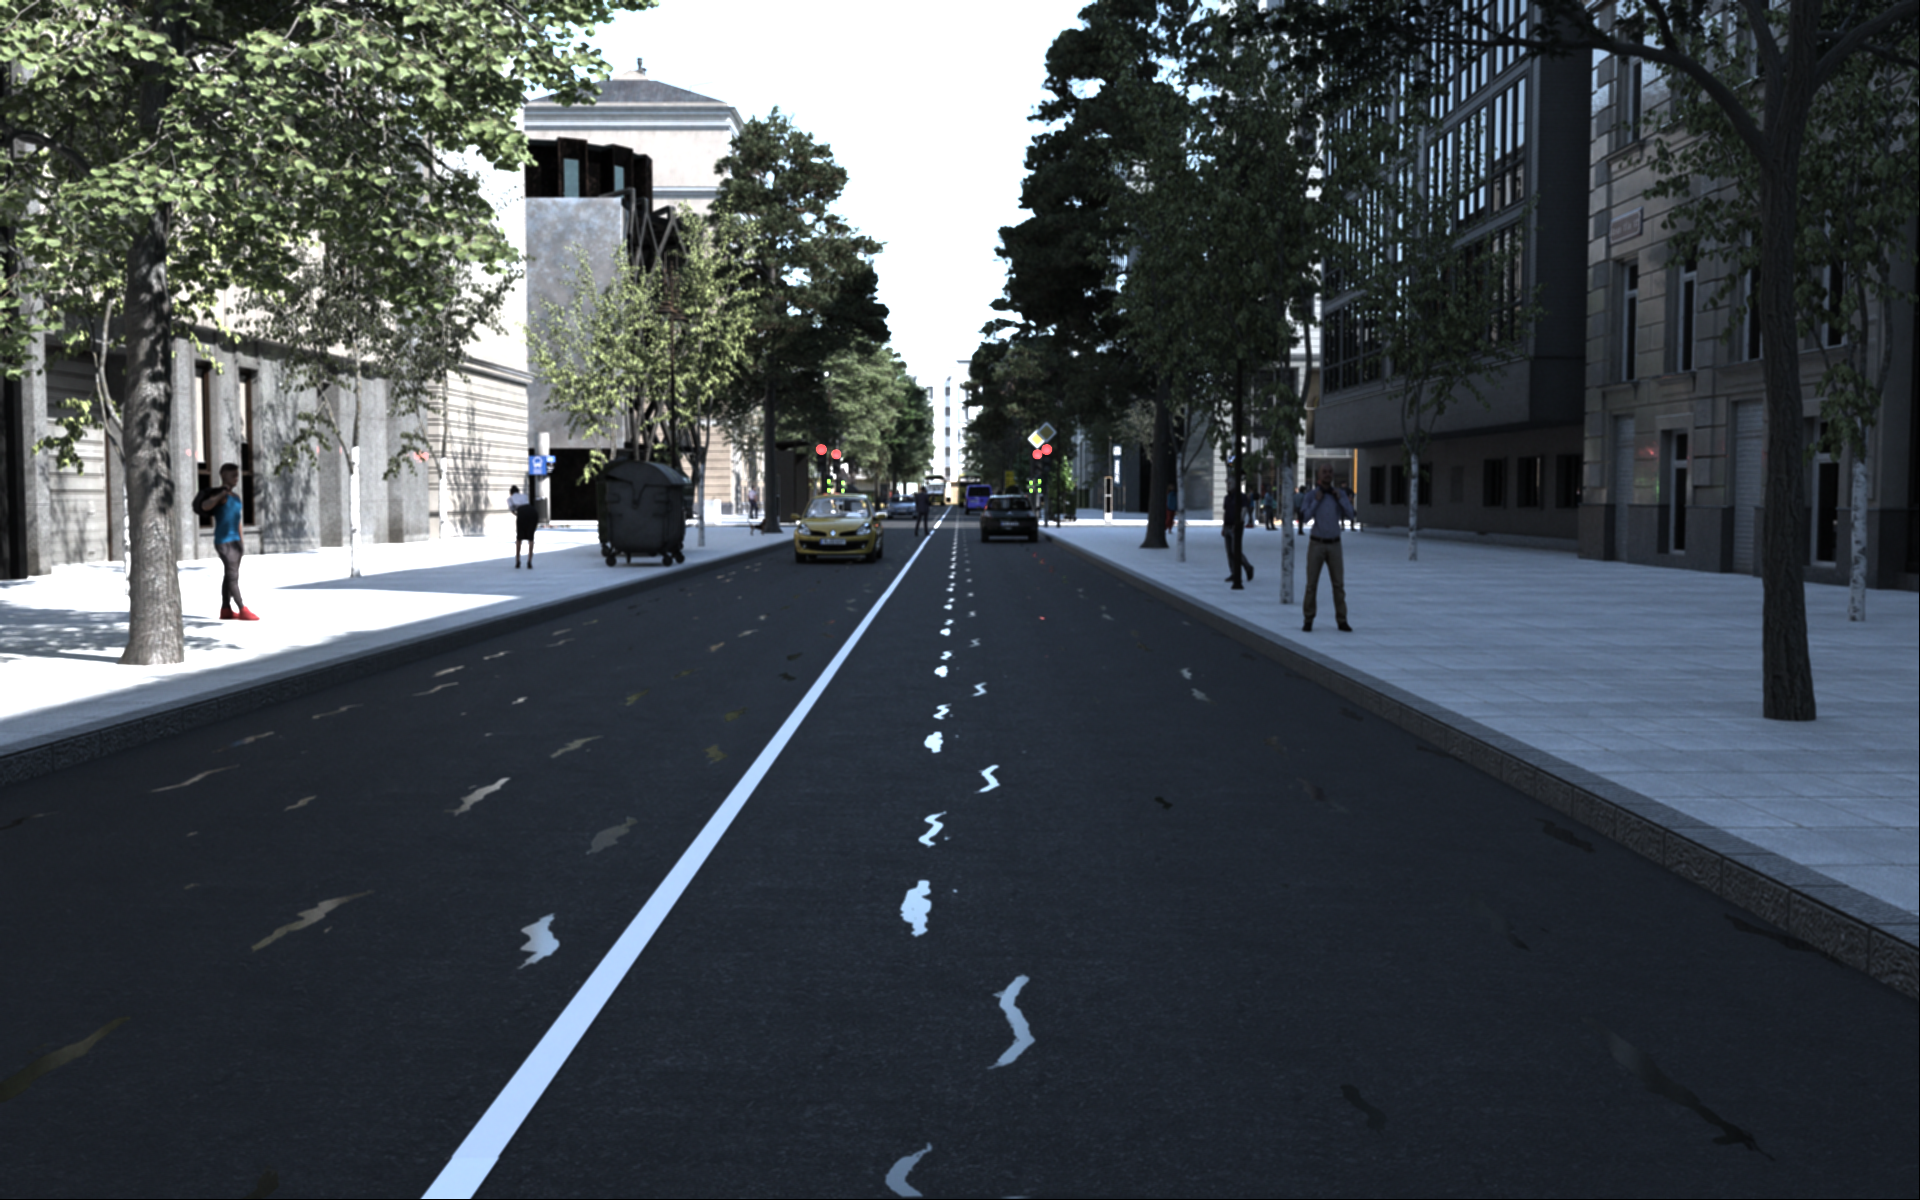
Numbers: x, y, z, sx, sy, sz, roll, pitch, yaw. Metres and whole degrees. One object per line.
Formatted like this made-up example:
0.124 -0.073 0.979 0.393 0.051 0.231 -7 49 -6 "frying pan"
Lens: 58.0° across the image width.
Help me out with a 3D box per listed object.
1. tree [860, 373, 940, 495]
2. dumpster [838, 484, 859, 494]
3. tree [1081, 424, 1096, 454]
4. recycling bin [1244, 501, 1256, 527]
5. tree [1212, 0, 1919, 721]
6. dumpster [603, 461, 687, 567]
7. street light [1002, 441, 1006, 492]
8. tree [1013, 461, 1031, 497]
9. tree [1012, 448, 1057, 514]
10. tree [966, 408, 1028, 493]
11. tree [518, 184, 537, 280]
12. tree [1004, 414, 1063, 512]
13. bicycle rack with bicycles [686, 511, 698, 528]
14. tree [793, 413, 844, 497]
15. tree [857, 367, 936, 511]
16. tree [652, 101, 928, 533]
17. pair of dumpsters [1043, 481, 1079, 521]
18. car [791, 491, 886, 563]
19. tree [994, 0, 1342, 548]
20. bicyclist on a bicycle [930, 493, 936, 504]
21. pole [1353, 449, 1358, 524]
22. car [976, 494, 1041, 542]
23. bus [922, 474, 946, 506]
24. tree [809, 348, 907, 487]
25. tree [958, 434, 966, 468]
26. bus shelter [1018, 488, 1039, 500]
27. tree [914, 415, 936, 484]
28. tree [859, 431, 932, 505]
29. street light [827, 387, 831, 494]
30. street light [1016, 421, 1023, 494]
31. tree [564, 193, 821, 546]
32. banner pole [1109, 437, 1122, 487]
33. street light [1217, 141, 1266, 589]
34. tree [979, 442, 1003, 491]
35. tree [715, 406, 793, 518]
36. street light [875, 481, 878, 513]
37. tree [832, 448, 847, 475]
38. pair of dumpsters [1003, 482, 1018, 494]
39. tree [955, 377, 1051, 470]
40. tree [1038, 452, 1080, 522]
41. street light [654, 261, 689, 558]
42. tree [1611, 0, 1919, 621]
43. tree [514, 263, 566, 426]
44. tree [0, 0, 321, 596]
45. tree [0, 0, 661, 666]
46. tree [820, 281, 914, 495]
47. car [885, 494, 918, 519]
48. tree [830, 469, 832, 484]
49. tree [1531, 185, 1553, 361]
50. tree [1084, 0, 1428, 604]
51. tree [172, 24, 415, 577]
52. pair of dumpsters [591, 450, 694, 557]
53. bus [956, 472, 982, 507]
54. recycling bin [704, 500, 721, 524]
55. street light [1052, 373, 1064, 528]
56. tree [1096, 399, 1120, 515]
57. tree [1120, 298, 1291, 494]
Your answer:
-6.678 -16.699 179.681 9.857 13.997 8.962 0 3 0 "tree"
-6.733 -6.013 104.076 1.264 1.857 1.865 0 4 0 "dumpster"
8.907 -9.362 103.435 4.360 8.622 3.978 0 3 0 "tree"
10.939 -3.328 66.960 0.722 1.027 0.722 -3 4 -37 "recycling bin"
4.412 -4.603 9.675 7.601 10.594 8.767 1 4 10 "tree"
-5.689 -1.561 31.285 1.264 1.857 1.865 0 4 0 "dumpster"
3.746 -10.791 149.218 0.468 5.910 1.993 0 3 0 "street light"
4.007 -6.489 100.702 1.663 3.219 1.824 0 3 0 "tree"
4.901 -7.911 113.061 4.285 4.588 4.351 0 3 0 "tree"
5.394 -17.596 205.828 7.486 12.596 7.792 0 3 0 "tree"
-10.712 -5.169 34.870 4.360 8.622 3.978 0 3 0 "tree"
5.910 -10.759 126.279 4.360 8.622 3.978 0 3 0 "tree"
-11.239 -3.193 65.591 2.925 0.926 2.852 -1 4 -22 "bicycle rack with bicycles"
-8.387 -9.150 99.960 4.360 8.622 3.978 0 3 0 "tree"
-6.331 -12.518 130.426 9.928 11.665 9.643 0 3 0 "tree"
-6.085 -9.148 56.986 7.806 13.903 7.818 0 3 0 "tree"
4.883 -4.968 83.728 1.574 2.255 4.436 0 3 0 "pair of dumpsters"
-2.584 -1.659 37.354 2.015 1.641 3.980 0 4 0 "car"
4.754 -8.145 40.590 7.806 13.903 7.818 0 3 0 "tree"
-3.245 -12.074 207.425 1.499 1.676 1.625 0 4 1 "bicyclist on a bicycle"
16.898 -4.903 74.010 0.158 3.312 0.155 0 3 0 "pole"
1.494 -2.635 52.863 2.009 1.686 4.222 0 4 1 "car"
-3.059 -13.673 215.107 2.896 3.916 12.252 0 4 1 "bus"
-6.954 -11.630 112.198 6.751 12.117 7.091 0 3 0 "tree"
3.438 -18.228 216.159 7.486 12.596 7.792 0 3 0 "tree"
5.437 -8.701 136.178 2.014 3.302 5.546 0 3 0 "bus shelter"
-6.360 -17.012 196.278 7.486 12.596 7.792 0 3 0 "tree"
-6.801 -14.181 166.279 8.767 10.594 7.601 0 4 1 "tree"
-5.637 -6.243 74.864 0.468 5.910 1.993 0 3 0 "street light"
3.688 -8.156 106.143 0.468 5.910 1.993 0 3 0 "street light"
-6.520 -5.628 42.388 4.737 8.622 4.395 0 3 0 "tree"
6.752 -5.252 75.893 0.863 3.779 0.401 -2 4 -30 "banner pole"
3.743 -3.083 23.189 0.468 5.910 1.993 0 3 0 "street light"
4.363 -13.775 175.583 4.360 8.622 3.978 0 3 0 "tree"
-11.343 -8.733 93.144 4.360 8.622 3.978 0 3 0 "tree"
-5.711 -8.885 118.060 0.468 5.910 1.993 0 3 0 "street light"
-9.314 -10.542 122.731 4.737 8.622 4.395 0 3 0 "tree"
4.383 -8.543 142.169 1.574 2.255 4.436 0 3 0 "pair of dumpsters"
4.754 -15.109 157.399 12.009 13.543 11.850 0 3 0 "tree"
4.834 -5.149 78.786 1.663 3.219 1.824 0 3 0 "tree"
-5.727 -3.778 34.550 0.468 5.910 1.993 0 3 0 "street light"
8.831 -4.095 17.311 4.737 8.622 4.395 0 3 0 "tree"
-10.192 -6.042 49.155 4.737 8.622 4.395 0 3 0 "tree"
-10.402 -4.367 21.762 4.737 8.622 4.395 0 3 0 "tree"
-5.749 -5.802 12.986 7.486 12.596 7.792 0 3 0 "tree"
-6.284 -10.286 86.296 7.486 12.596 7.792 0 3 0 "tree"
-3.318 -5.419 100.604 2.014 1.417 4.499 0 3 0 "car"
-10.293 -9.484 105.433 4.737 8.622 4.395 0 3 0 "tree"
8.996 -5.072 33.284 4.737 8.622 4.395 0 3 0 "tree"
3.589 -4.259 19.998 4.737 8.622 4.395 0 3 0 "tree"
-9.591 -4.659 26.543 4.360 8.622 3.978 0 3 0 "tree"
-6.792 -2.123 37.202 1.574 2.255 4.436 0 4 0 "pair of dumpsters"
1.049 -12.093 189.262 2.896 3.916 12.252 0 4 0 "bus"
-10.716 -3.778 74.325 0.722 1.027 0.722 1 4 9 "recycling bin"
3.764 -5.706 66.074 0.468 5.910 1.993 0 3 0 "street light"
8.871 -7.862 78.908 4.360 8.622 3.978 0 3 0 "tree"
7.663 -6.095 50.011 4.360 8.622 3.978 0 3 0 "tree"
